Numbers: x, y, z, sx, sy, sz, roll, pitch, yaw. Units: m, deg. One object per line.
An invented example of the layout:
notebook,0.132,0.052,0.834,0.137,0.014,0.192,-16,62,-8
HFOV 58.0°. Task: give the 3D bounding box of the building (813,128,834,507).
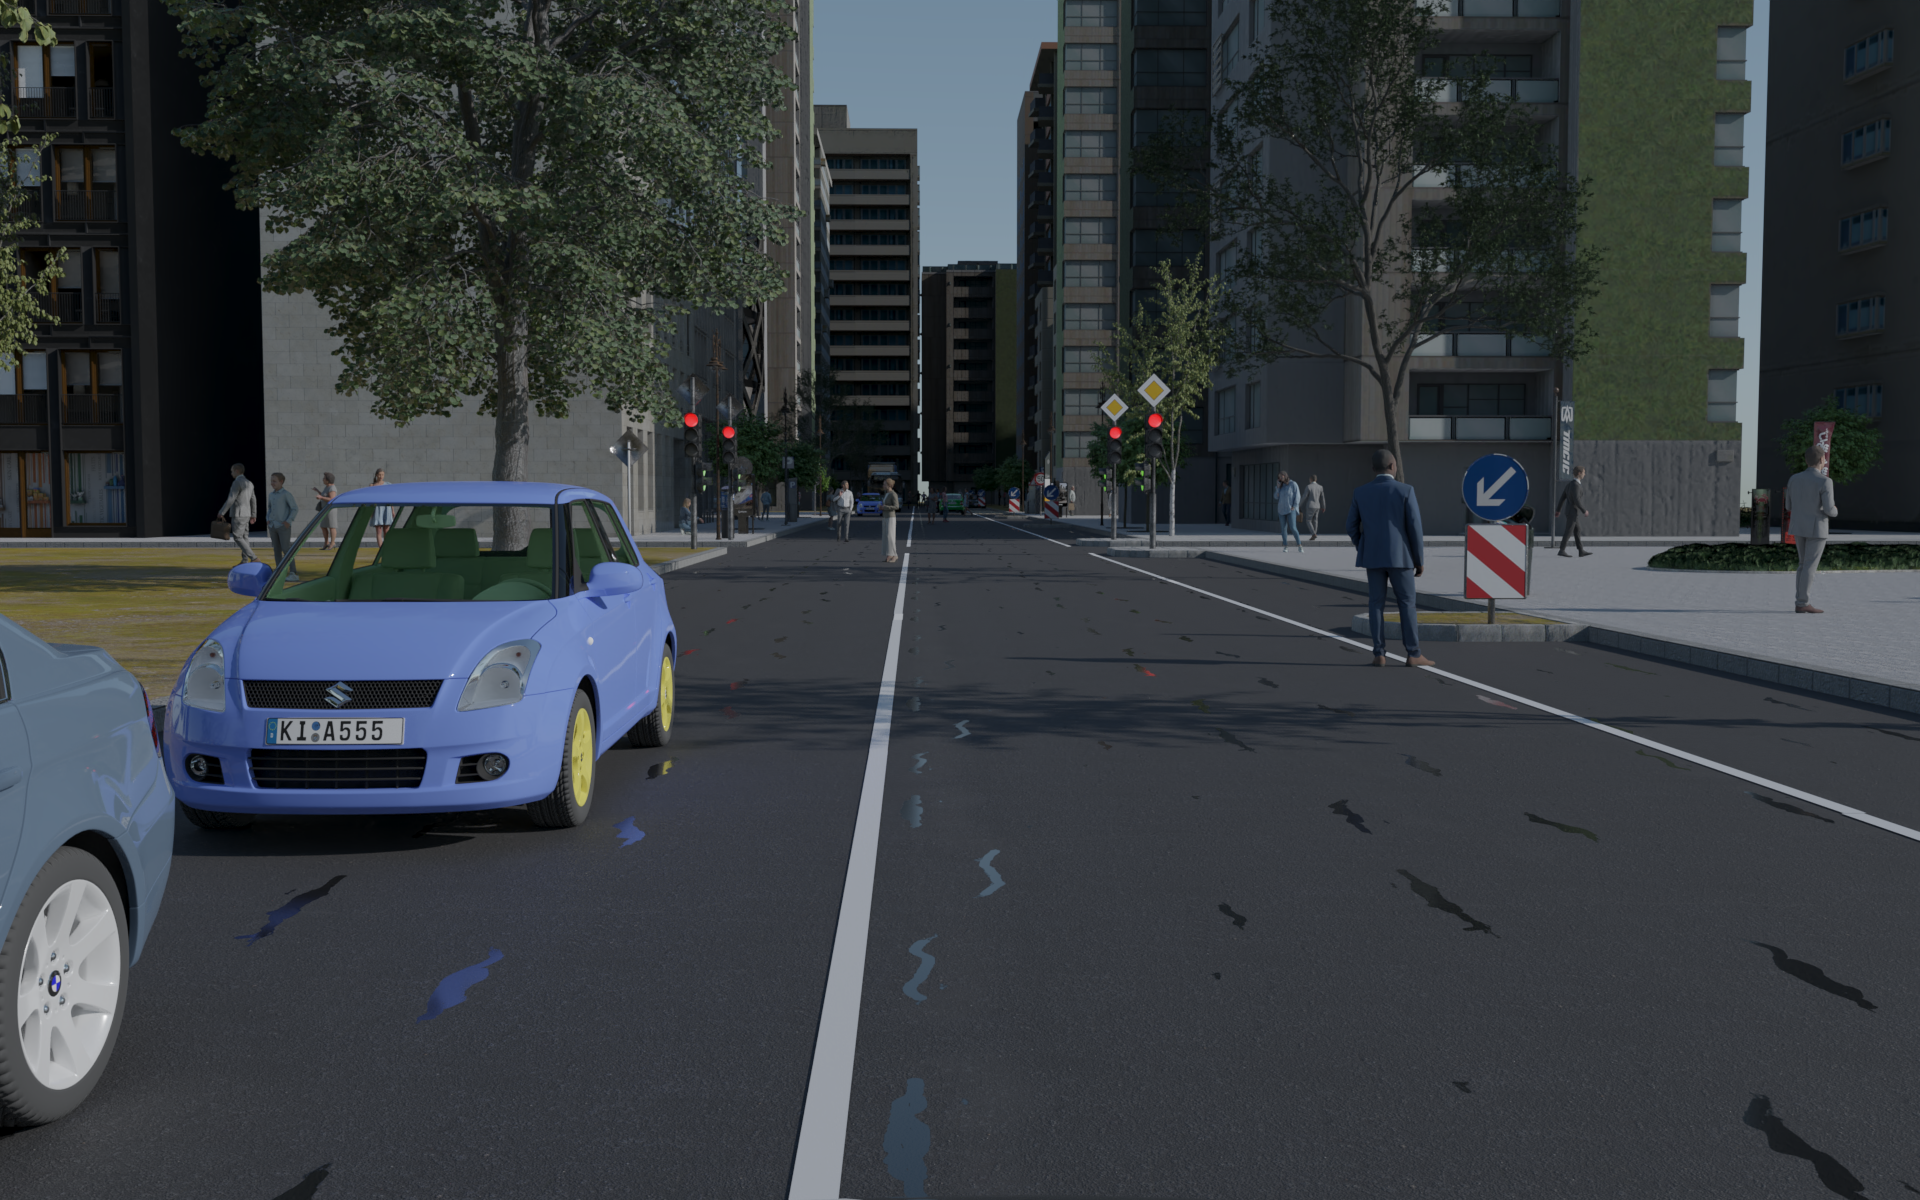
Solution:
building,-25.353,-29.800,179.118,23.993,40.220,32.217,0,4,-1

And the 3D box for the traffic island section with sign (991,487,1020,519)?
traffic island section with sign,3.006,-5.640,100.841,1.989,1.847,2.006,0,4,-1

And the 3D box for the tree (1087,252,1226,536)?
tree,6.315,-6.263,52.765,4.737,8.622,4.395,0,3,0

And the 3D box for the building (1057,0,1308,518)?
building,12.973,-26.017,108.969,14.154,41.232,14.086,0,4,-1

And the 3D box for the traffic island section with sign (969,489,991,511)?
traffic island section with sign,1.744,-8.679,150.523,1.989,1.847,2.006,0,4,-1

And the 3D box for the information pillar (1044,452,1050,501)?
information pillar,4.786,-6.359,95.330,0.183,3.616,0.504,3,4,36

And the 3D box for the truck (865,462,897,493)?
truck,-6.947,-10.160,155.028,2.839,4.237,11.283,0,4,-1

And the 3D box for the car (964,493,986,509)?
car,1.388,-8.828,154.123,2.009,1.686,4.222,0,4,-3

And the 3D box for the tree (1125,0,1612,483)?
tree,7.245,-5.780,28.916,8.767,10.594,7.601,-2,4,-26

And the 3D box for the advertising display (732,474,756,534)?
advertising display,-6.983,-3.092,55.768,0.974,1.923,0.123,3,4,36

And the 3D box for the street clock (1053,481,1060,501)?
street clock,5.153,-5.383,92.589,0.358,2.002,0.471,-1,4,-17

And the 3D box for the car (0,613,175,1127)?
car,-2.878,0.569,2.700,2.014,1.417,4.499,0,4,-1

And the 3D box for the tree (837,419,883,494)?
tree,-10.243,-13.263,167.215,4.360,8.622,3.978,0,3,0

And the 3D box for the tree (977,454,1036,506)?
tree,4.452,-9.391,137.252,4.285,4.588,4.351,0,3,0

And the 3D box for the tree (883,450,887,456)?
tree,-10.286,-14.417,186.087,4.360,8.622,3.978,0,3,0

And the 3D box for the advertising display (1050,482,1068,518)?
advertising display,5.384,-5.448,94.284,0.974,1.923,0.123,-1,4,-10

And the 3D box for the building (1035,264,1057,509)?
building,20.829,-18.020,139.670,27.650,21.520,28.899,0,4,-1

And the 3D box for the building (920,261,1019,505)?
building,2.050,-27.260,217.399,14.107,30.474,14.160,0,4,-1

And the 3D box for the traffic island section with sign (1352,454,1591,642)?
traffic island section with sign,5.122,-0.558,17.759,1.989,1.847,2.006,0,4,-1

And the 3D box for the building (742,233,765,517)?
building,-19.405,-13.981,96.049,16.820,18.784,16.811,0,4,-1

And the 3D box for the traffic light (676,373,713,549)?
traffic light,-6.166,-3.133,40.152,0.839,4.253,0.868,0,4,-1

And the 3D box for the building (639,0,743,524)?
building,-16.773,-15.876,77.588,12.078,24.808,19.932,0,4,-1

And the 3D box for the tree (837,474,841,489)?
tree,-10.493,-9.040,142.412,1.663,3.219,1.824,0,3,0

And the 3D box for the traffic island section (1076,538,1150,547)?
traffic island section,4.329,-1.606,48.536,2.009,0.180,2.903,0,4,-1

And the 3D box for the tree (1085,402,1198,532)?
tree,6.143,-4.952,64.686,4.285,4.588,4.351,0,3,0

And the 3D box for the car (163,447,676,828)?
car,-2.470,0.063,8.558,1.945,1.707,3.694,0,4,-1

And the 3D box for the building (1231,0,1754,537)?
building,16.413,-22.879,57.660,14.086,41.232,14.154,0,4,-1

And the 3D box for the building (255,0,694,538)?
building,-15.335,-12.477,58.745,10.420,20.320,16.860,0,4,-1

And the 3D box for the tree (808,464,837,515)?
tree,-8.651,-6.792,105.648,1.663,3.219,1.824,0,3,0

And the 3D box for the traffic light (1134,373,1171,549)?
traffic light,4.492,-3.151,40.438,0.839,4.253,0.868,0,4,-1

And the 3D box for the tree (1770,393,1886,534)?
tree,28.044,-4.425,56.062,4.285,4.588,4.351,0,3,0

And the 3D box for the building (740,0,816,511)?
building,-18.311,-27.291,129.802,14.154,41.232,14.086,0,4,-1

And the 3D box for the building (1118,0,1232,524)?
building,14.209,-18.895,80.631,14.160,30.474,14.107,0,4,-1

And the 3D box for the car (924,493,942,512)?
car,-1.829,-8.080,141.141,2.155,1.783,4.494,0,4,-2

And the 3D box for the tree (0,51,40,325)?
tree,-14.816,-4.516,24.196,4.360,8.622,3.978,0,3,0

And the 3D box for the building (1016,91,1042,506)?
building,13.493,-32.982,189.364,14.600,45.320,14.200,0,4,-1

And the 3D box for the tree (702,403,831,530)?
tree,-7.752,-4.840,62.850,4.285,4.588,4.351,0,3,0

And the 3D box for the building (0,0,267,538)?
building,-31.774,-13.818,55.606,15.834,23.373,12.332,0,4,-1

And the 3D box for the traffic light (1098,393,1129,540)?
traffic light,4.288,-3.639,48.421,0.839,4.253,0.868,0,4,-1

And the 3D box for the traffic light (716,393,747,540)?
traffic light,-6.369,-3.622,48.135,0.839,4.253,0.868,0,4,-1

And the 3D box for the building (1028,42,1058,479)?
building,18.033,-31.399,167.996,22.147,44.769,28.867,0,4,-1

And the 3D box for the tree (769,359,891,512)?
tree,-8.919,-11.256,118.440,8.767,10.594,7.601,0,4,-3

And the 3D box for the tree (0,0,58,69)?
tree,-6.248,-3.647,9.985,4.737,8.622,4.395,0,3,0

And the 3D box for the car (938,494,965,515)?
car,-0.546,-6.836,120.564,1.959,1.807,4.718,0,4,0

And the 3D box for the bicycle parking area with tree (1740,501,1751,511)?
bicycle parking area with tree,50.234,-6.867,99.277,8.231,4.147,9.016,-2,4,-28

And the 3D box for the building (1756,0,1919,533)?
building,42.119,-26.875,63.112,21.600,48.544,21.300,0,4,-1

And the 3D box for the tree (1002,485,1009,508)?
tree,4.766,-10.408,164.769,1.663,3.219,1.824,0,3,0

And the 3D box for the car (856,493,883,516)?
car,-5.782,-6.299,112.575,1.945,1.707,3.694,0,4,0

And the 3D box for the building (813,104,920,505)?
building,-15.866,-36.413,219.057,21.600,48.544,21.300,0,4,-1

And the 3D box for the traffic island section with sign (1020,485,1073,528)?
traffic island section with sign,3.703,-3.957,73.324,1.989,1.847,2.006,0,4,-1

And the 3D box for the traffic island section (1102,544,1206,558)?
traffic island section,4.532,-1.118,40.553,2.009,0.180,2.903,0,4,-1

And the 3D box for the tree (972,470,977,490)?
tree,2.867,-12.423,186.825,4.285,4.588,4.351,0,3,0
